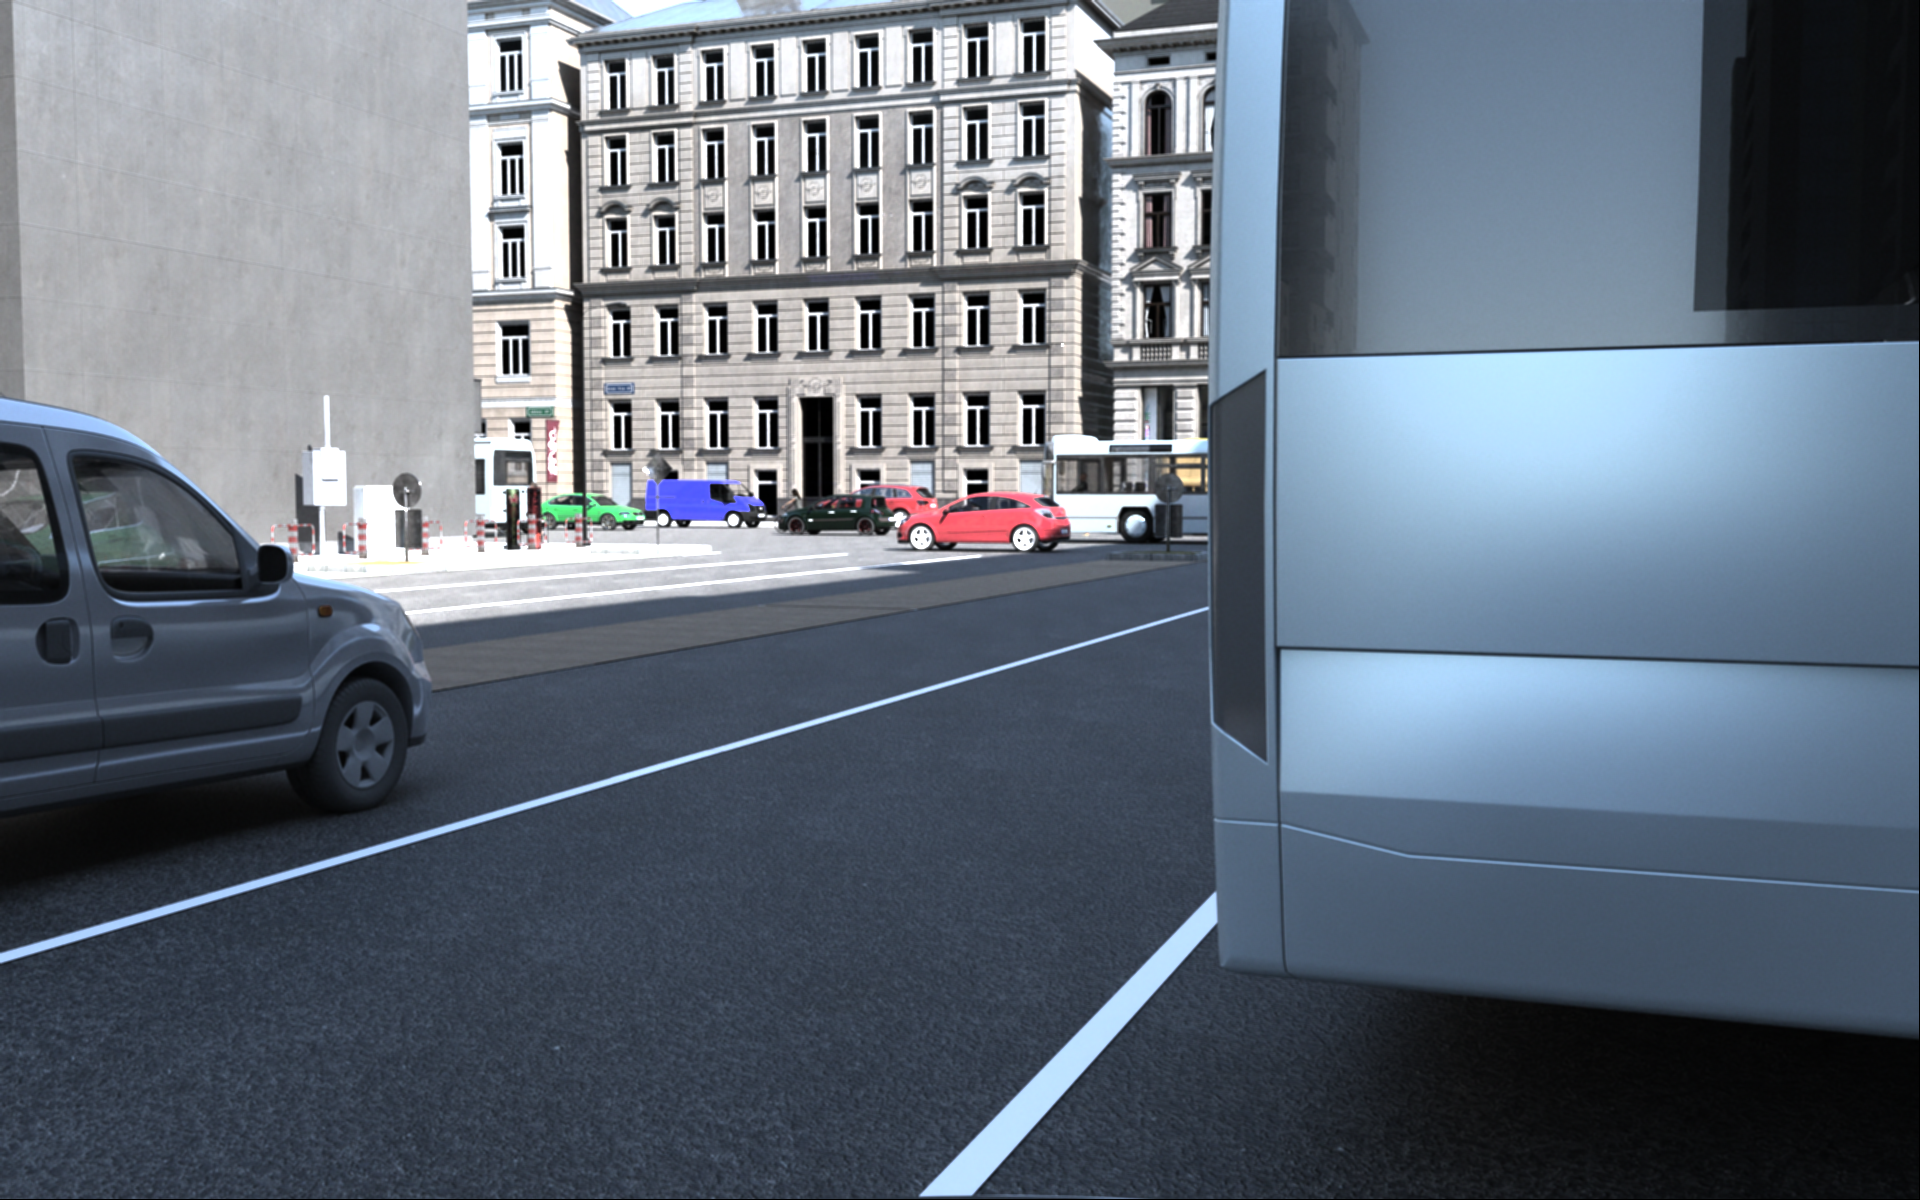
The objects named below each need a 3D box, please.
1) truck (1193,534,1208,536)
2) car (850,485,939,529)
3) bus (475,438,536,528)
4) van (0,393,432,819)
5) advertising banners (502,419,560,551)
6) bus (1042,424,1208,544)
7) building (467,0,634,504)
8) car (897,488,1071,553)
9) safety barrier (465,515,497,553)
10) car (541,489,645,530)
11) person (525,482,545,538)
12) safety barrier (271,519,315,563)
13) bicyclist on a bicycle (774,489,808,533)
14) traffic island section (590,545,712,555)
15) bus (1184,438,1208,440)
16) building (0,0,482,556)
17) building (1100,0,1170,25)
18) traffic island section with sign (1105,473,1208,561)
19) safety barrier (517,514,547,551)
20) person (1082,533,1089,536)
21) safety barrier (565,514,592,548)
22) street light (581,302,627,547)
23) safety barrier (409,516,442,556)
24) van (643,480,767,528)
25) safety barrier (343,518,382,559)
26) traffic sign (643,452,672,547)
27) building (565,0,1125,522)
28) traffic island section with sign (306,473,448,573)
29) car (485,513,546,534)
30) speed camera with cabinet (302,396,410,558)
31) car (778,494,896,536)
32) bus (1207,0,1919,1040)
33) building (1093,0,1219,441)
[{"bbox_3d":[12.009,-3.857,58.991,9.791,3.379,3.469,1,4,22],"label":"truck"},{"bbox_3d":[-3.447,-3.820,71.131,5.304,1.827,2.281,1,4,21],"label":"car"},{"bbox_3d":[-21.102,-3.992,60.126,13.247,3.499,2.948,1,4,20],"label":"bus"},{"bbox_3d":[-3.877,0.009,6.861,2.013,2.044,4.112,1,4,20],"label":"van"},{"bbox_3d":[-9.876,-2.683,40.053,0.090,3.025,2.074,2,4,24],"label":"advertising banners"},{"bbox_3d":[8.126,-3.374,50.029,13.247,3.499,2.948,1,4,20],"label":"bus"},{"bbox_3d":[-25.980,-18.620,90.349,20.117,28.700,13.634,1,4,20],"label":"building"},{"bbox_3d":[0.552,-2.123,43.747,4.494,1.783,2.155,1,4,22],"label":"car"},{"bbox_3d":[-10.413,-1.430,37.649,0.300,0.817,1.120,1,4,20],"label":"safety barrier"},{"bbox_3d":[-14.874,-3.710,69.449,4.718,1.807,1.959,1,4,20],"label":"car"},{"bbox_3d":[-13.495,-2.849,55.112,0.654,1.822,0.581,-2,4,-32],"label":"person"},{"bbox_3d":[-12.414,-1.099,32.250,0.300,0.817,1.120,1,4,20],"label":"safety barrier"},{"bbox_3d":[-6.156,-3.307,64.086,1.625,1.676,1.499,1,4,20],"label":"bicyclist on a bicycle"},{"bbox_3d":[-7.328,-1.200,41.907,2.009,0.180,2.903,1,4,20],"label":"traffic island section"},{"bbox_3d":[14.365,-4.506,65.226,12.252,3.916,2.896,1,4,22],"label":"bus"},{"bbox_3d":[-27.396,-13.546,40.551,30.058,24.678,14.314,1,4,20],"label":"building"},{"bbox_3d":[17.212,-31.944,145.981,21.300,48.544,21.600,1,4,20],"label":"building"},{"bbox_3d":[4.409,-1.816,37.824,2.006,1.907,1.989,1,4,20],"label":"traffic island section with sign"},{"bbox_3d":[-9.747,-1.540,39.447,0.300,0.817,1.120,1,4,20],"label":"safety barrier"},{"bbox_3d":[4.281,-2.811,59.130,0.373,1.253,0.362,2,4,26],"label":"person"},{"bbox_3d":[-9.078,-1.650,41.251,0.300,0.817,1.120,1,4,20],"label":"safety barrier"},{"bbox_3d":[-8.694,-4.256,42.131,1.470,5.913,1.316,1,4,20],"label":"street light"},{"bbox_3d":[-11.079,-1.320,35.852,0.300,0.817,1.120,1,4,20],"label":"safety barrier"},{"bbox_3d":[-10.842,-4.272,74.238,5.245,2.365,2.240,1,4,21],"label":"van"},{"bbox_3d":[-11.743,-1.210,34.053,0.300,0.817,1.120,1,4,20],"label":"safety barrier"},{"bbox_3d":[-7.303,-2.336,41.837,0.795,2.450,0.064,1,4,20],"label":"traffic sign"},{"bbox_3d":[-4.520,-17.447,82.523,25.104,27.353,12.463,1,4,20],"label":"building"},{"bbox_3d":[-10.622,-1.432,32.037,1.989,1.847,2.006,1,4,20],"label":"traffic island section with sign"},{"bbox_3d":[-17.329,-3.320,63.077,4.718,1.807,1.959,1,4,19],"label":"car"},{"bbox_3d":[-12.419,-2.526,35.634,2.038,3.252,0.660,-3,5,-44],"label":"speed camera with cabinet"},{"bbox_3d":[-4.308,-3.121,60.808,4.222,1.686,2.009,1,4,19],"label":"car"},{"bbox_3d":[3.975,-0.870,9.080,2.948,3.499,13.247,1,4,20],"label":"bus"},{"bbox_3d":[16.764,-14.996,74.060,19.941,23.489,11.050,1,4,20],"label":"building"}]
